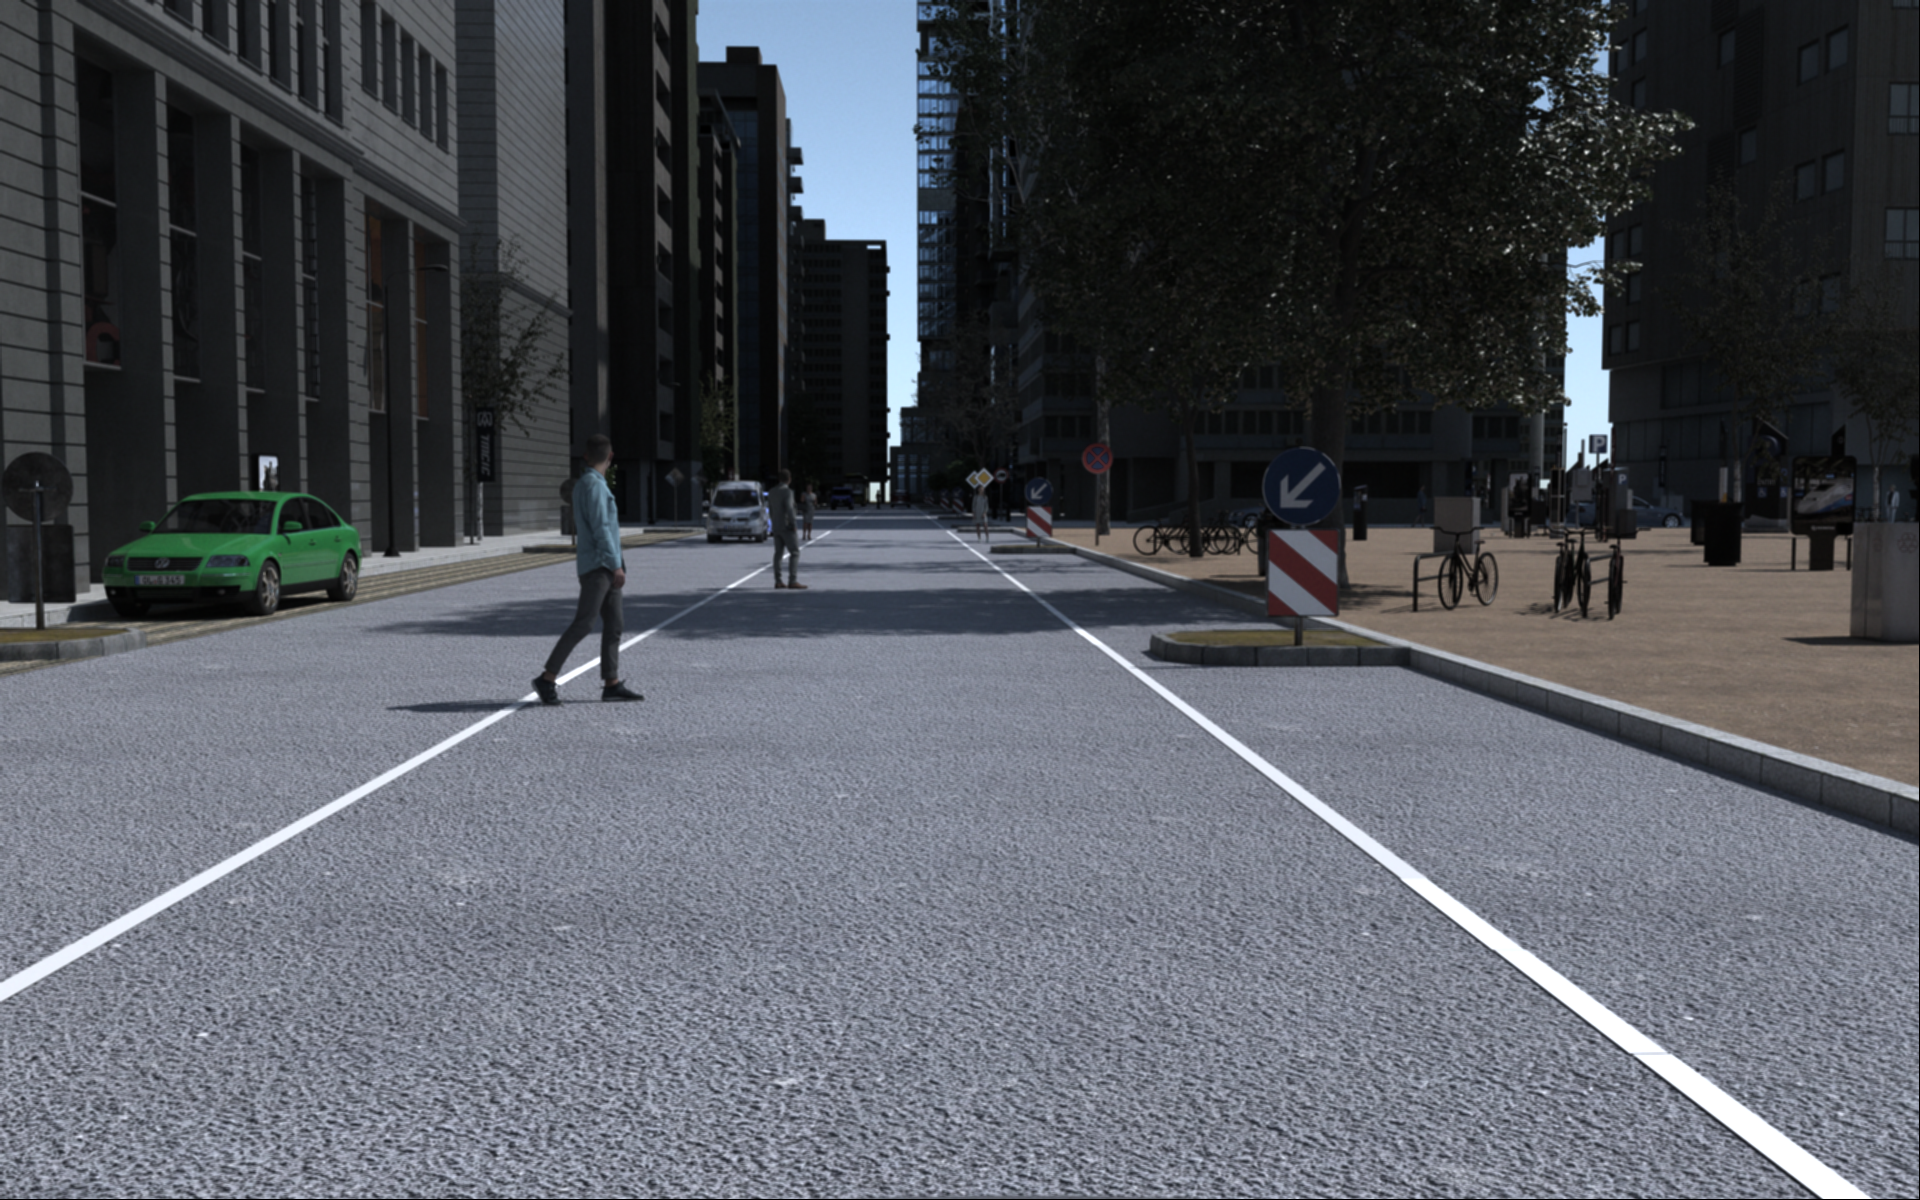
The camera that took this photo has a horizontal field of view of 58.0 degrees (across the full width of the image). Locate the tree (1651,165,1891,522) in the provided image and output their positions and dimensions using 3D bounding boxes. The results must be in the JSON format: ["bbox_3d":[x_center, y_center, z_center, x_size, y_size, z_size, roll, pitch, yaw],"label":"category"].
[{"bbox_3d":[17.915,-5.432,39.170,4.360,8.622,3.978,0,3,0],"label":"tree"}]

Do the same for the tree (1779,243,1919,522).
[{"bbox_3d":[27.811,-6.222,52.098,4.360,8.622,3.978,0,3,0],"label":"tree"}]

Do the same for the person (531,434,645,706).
[{"bbox_3d":[-2.553,-0.215,11.882,0.748,1.841,0.638,0,4,-7],"label":"person"}]

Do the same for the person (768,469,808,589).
[{"bbox_3d":[-2.660,-1.079,26.243,0.635,1.810,0.391,3,4,39],"label":"person"}]

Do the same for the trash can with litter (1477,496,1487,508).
[{"bbox_3d":[32.699,-5.956,108.767,0.624,1.170,1.055,2,4,29],"label":"trash can with litter"}]

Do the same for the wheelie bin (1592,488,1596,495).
[{"bbox_3d":[33.148,-5.101,91.301,0.980,1.594,0.693,-1,4,-12],"label":"wheelie bin"}]

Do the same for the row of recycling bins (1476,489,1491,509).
[{"bbox_3d":[37.435,-7.270,125.983,3.534,1.692,1.069,1,4,22],"label":"row of recycling bins"}]

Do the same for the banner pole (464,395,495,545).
[{"bbox_3d":[-12.140,-3.288,43.768,0.863,3.779,0.401,0,4,3],"label":"banner pole"}]

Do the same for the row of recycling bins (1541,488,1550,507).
[{"bbox_3d":[42.269,-7.311,126.647,3.534,1.692,1.069,-3,5,-44],"label":"row of recycling bins"}]

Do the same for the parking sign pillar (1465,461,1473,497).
[{"bbox_3d":[28.776,-6.703,98.058,1.447,3.967,1.447,1,4,15],"label":"parking sign pillar"}]

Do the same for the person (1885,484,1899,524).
[{"bbox_3d":[38.882,-3.909,72.289,0.514,1.842,0.818,2,4,28],"label":"person"}]

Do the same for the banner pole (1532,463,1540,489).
[{"bbox_3d":[46.334,-9.149,139.596,0.863,3.779,0.401,0,4,2],"label":"banner pole"}]

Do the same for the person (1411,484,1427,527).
[{"bbox_3d":[18.405,-3.718,69.318,0.654,1.822,0.581,1,4,14],"label":"person"}]

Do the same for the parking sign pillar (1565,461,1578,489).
[{"bbox_3d":[49.817,-9.334,141.087,1.447,3.967,1.447,-2,4,-32],"label":"parking sign pillar"}]

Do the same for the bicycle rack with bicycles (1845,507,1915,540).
[{"bbox_3d":[25.796,-2.128,48.173,2.925,0.926,2.852,-2,4,-31],"label":"bicycle rack with bicycles"}]

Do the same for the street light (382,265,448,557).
[{"bbox_3d":[-11.086,-3.837,35.275,1.470,5.913,1.316,0,4,-2],"label":"street light"}]

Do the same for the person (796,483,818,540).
[{"bbox_3d":[-4.813,-2.784,54.380,0.716,1.782,0.532,-2,4,-23],"label":"person"}]

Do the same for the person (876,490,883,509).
[{"bbox_3d":[-7.921,-9.803,168.718,0.705,1.831,1.348,-2,4,-31],"label":"person"}]

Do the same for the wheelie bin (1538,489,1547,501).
[{"bbox_3d":[36.026,-6.102,107.674,0.693,1.594,0.980,-1,4,-18],"label":"wheelie bin"}]

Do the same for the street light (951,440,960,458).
[{"bbox_3d":[-0.589,-10.729,147.962,1.470,5.913,1.316,0,4,-2],"label":"street light"}]

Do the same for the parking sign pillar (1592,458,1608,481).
[{"bbox_3d":[48.275,-8.693,130.599,1.447,3.967,1.447,-3,5,-42],"label":"parking sign pillar"}]

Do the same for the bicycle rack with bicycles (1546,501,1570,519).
[{"bbox_3d":[30.129,-4.672,89.761,2.852,0.926,2.925,0,4,-7],"label":"bicycle rack with bicycles"}]

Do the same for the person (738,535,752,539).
[{"bbox_3d":[-6.791,-2.842,54.883,0.656,1.842,0.836,-2,4,-26],"label":"person"}]

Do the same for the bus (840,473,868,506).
[{"bbox_3d":[-12.368,-13.017,204.370,2.896,3.916,12.252,0,4,-1],"label":"bus"}]

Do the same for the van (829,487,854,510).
[{"bbox_3d":[-10.739,-9.401,158.090,2.240,2.365,5.245,0,4,-1],"label":"van"}]

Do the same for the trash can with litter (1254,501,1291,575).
[{"bbox_3d":[5.150,-0.964,27.150,1.055,1.170,0.624,0,4,7],"label":"trash can with litter"}]

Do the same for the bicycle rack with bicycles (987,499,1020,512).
[{"bbox_3d":[3.600,-6.939,126.837,2.852,0.926,2.925,-3,5,-45],"label":"bicycle rack with bicycles"}]

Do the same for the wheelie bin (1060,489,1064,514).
[{"bbox_3d":[6.673,-6.414,112.769,0.980,1.594,0.693,3,5,44],"label":"wheelie bin"}]

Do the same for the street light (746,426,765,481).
[{"bbox_3d":[-14.036,-8.932,118.583,1.470,5.913,1.316,0,4,-2],"label":"street light"}]

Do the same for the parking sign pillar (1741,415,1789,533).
[{"bbox_3d":[26.680,-4.208,57.280,1.447,3.967,1.447,-2,4,-28],"label":"parking sign pillar"}]

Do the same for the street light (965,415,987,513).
[{"bbox_3d":[0.974,-7.925,102.112,1.470,5.913,1.316,0,4,-2],"label":"street light"}]

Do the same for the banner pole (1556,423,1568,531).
[{"bbox_3d":[21.139,-4.335,60.900,0.401,3.779,0.863,-1,4,-9],"label":"banner pole"}]

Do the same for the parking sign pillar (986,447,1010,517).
[{"bbox_3d":[1.977,-6.782,99.352,1.447,3.967,1.447,0,4,1],"label":"parking sign pillar"}]

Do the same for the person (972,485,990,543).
[{"bbox_3d":[0.613,-2.546,51.134,0.512,1.701,0.522,0,4,-2],"label":"person"}]

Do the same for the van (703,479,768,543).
[{"bbox_3d":[-6.681,-2.758,52.099,2.013,2.044,4.112,0,4,-4],"label":"van"}]

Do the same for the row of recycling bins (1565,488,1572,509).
[{"bbox_3d":[41.017,-6.652,115.868,1.069,1.692,3.534,2,4,25],"label":"row of recycling bins"}]

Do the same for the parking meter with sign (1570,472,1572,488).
[{"bbox_3d":[50.988,-9.024,143.804,1.738,3.016,0.543,-1,4,-21],"label":"parking meter with sign"}]

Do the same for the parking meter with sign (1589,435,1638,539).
[{"bbox_3d":[18.948,-3.295,50.131,0.543,3.016,1.738,-1,4,-15],"label":"parking meter with sign"}]

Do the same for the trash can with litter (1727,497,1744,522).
[{"bbox_3d":[35.737,-4.172,79.602,1.055,1.170,0.624,2,4,28],"label":"trash can with litter"}]

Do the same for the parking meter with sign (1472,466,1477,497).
[{"bbox_3d":[31.586,-6.770,106.953,0.543,3.016,1.738,1,4,17],"label":"parking meter with sign"}]

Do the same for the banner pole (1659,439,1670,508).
[{"bbox_3d":[32.067,-5.431,78.819,0.401,3.779,0.863,-1,4,-15],"label":"banner pole"}]

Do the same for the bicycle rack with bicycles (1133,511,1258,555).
[{"bbox_3d":[5.233,-1.457,37.207,2.925,0.926,2.852,0,4,8],"label":"bicycle rack with bicycles"}]

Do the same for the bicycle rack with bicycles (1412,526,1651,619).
[{"bbox_3d":[6.348,-0.357,19.227,2.852,0.926,2.925,2,4,31],"label":"bicycle rack with bicycles"}]

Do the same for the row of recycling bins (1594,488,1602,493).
[{"bbox_3d":[40.247,-6.098,106.818,3.534,1.692,1.069,2,4,25],"label":"row of recycling bins"}]

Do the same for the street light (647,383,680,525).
[{"bbox_3d":[-12.436,-6.128,72.734,1.470,5.913,1.316,0,4,-2],"label":"street light"}]
